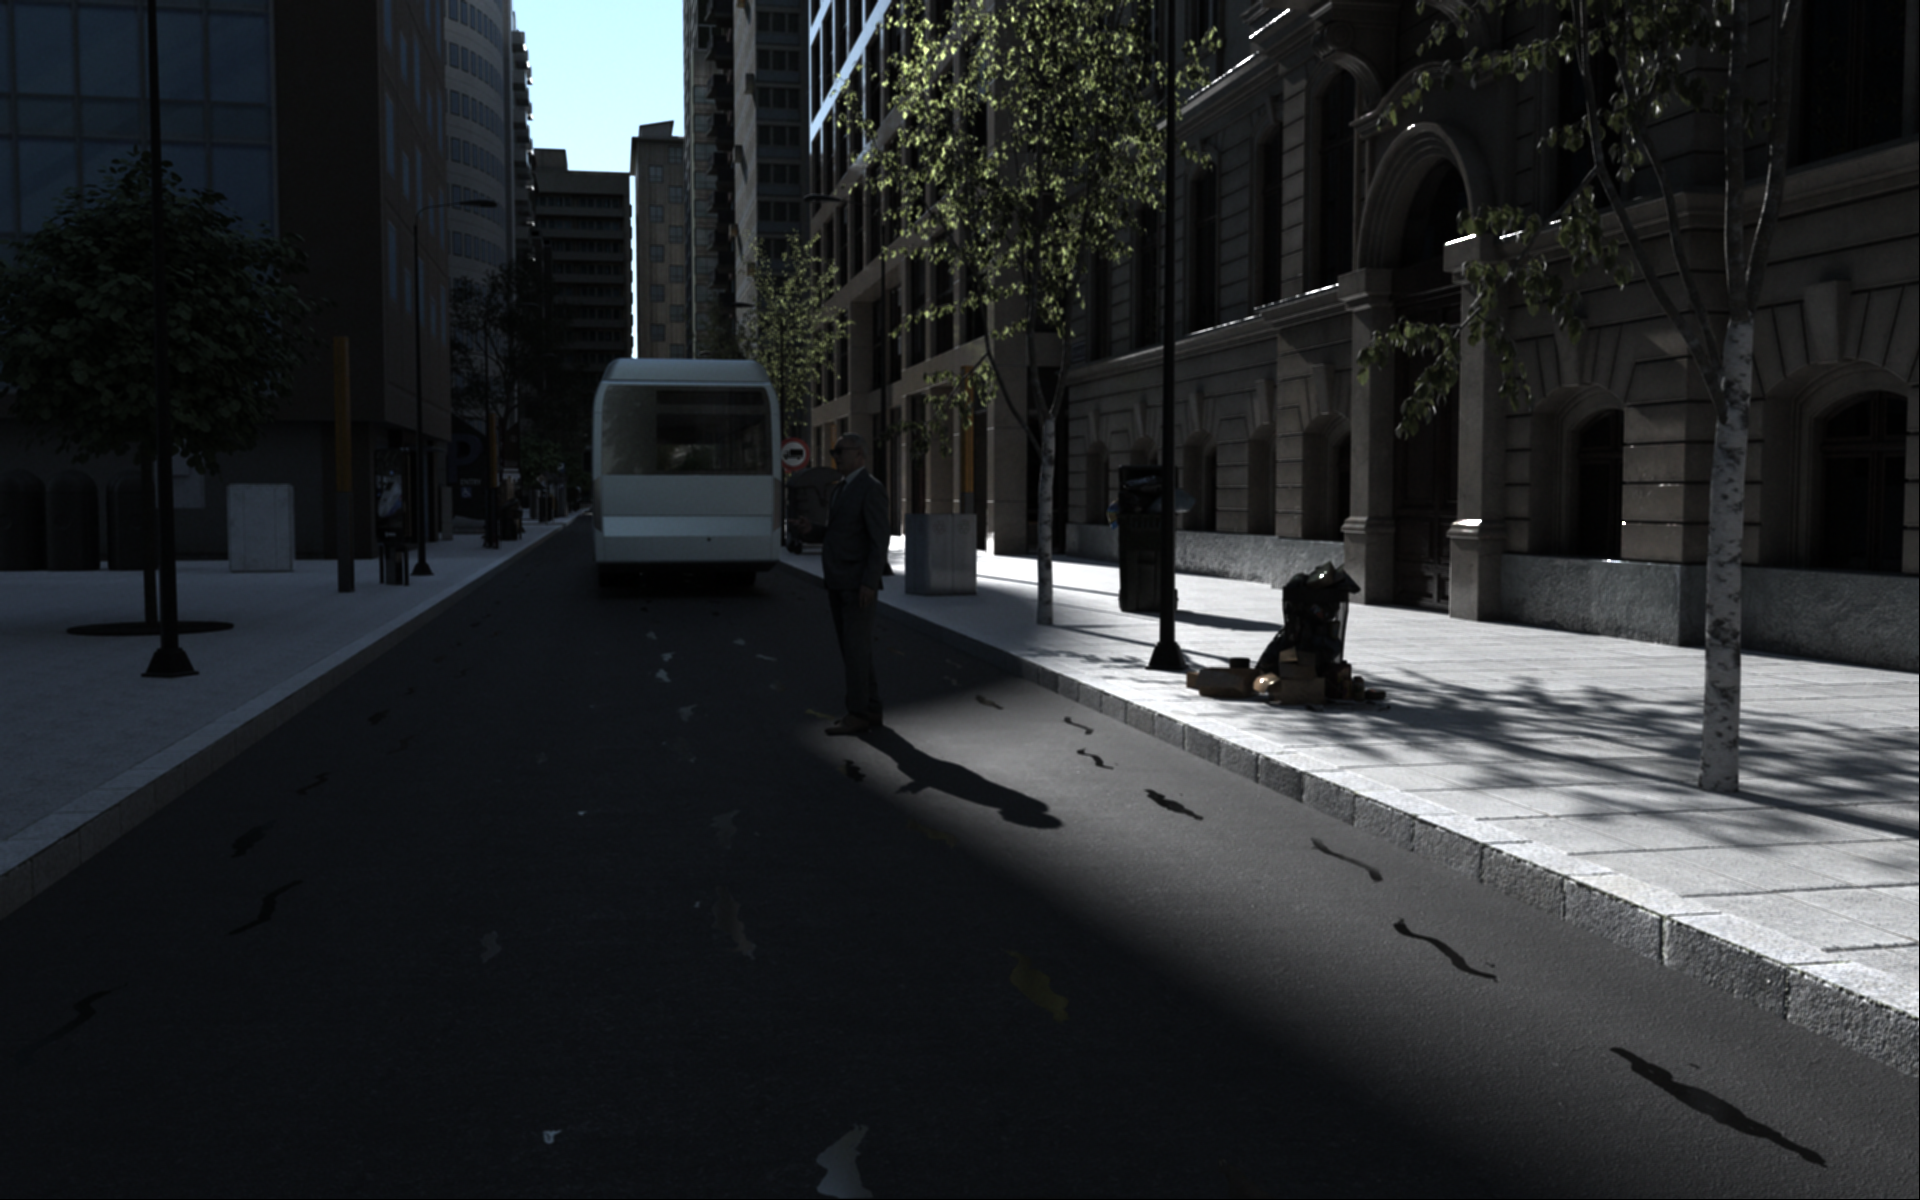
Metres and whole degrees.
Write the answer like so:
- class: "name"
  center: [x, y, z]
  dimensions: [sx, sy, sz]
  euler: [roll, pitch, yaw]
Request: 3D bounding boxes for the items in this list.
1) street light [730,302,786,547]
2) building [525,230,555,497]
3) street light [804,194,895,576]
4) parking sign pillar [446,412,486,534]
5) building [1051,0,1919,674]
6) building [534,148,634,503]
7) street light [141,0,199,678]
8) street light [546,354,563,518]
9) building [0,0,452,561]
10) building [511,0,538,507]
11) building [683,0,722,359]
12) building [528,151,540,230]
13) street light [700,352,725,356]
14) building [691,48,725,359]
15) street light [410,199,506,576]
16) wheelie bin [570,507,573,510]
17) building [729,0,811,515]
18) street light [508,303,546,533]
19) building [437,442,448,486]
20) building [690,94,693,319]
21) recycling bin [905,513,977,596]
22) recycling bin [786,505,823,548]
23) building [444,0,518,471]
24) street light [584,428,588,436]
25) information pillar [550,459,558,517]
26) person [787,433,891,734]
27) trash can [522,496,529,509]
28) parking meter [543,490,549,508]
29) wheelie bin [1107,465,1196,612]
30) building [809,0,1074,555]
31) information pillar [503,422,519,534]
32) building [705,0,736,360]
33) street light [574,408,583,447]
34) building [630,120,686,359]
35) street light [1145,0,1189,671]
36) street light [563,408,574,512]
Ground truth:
- class: "street light"
  center: [-4.871, -4.262, 42.232]
  dimensions: [1.470, 5.913, 1.316]
  euler: [-1, 4, -11]
- class: "building"
  center: [-51.110, -25.372, 186.526]
  dimensions: [14.160, 30.474, 14.107]
  euler: [-1, 4, -11]
- class: "street light"
  center: [-1.733, -3.337, 27.101]
  dimensions: [1.470, 5.913, 1.316]
  euler: [-1, 4, -11]
- class: "parking sign pillar"
  center: [-15.841, -4.116, 55.768]
  dimensions: [1.447, 3.967, 1.447]
  euler: [0, 4, 5]
- class: "building"
  center: [10.559, -12.250, 19.375]
  dimensions: [14.460, 24.649, 34.723]
  euler: [-1, 4, -11]
- class: "building"
  center: [-57.363, -38.029, 245.467]
  dimensions: [21.600, 48.544, 21.300]
  euler: [-1, 4, -11]
- class: "street light"
  center: [-5.053, -2.424, 12.170]
  dimensions: [1.470, 5.913, 1.316]
  euler: [-1, 4, -11]
- class: "street light"
  center: [-14.074, -5.193, 57.447]
  dimensions: [1.470, 5.913, 1.316]
  euler: [-1, 4, -11]
- class: "building"
  center: [-19.300, -23.720, 37.932]
  dimensions: [14.600, 45.320, 14.200]
  euler: [-1, 4, -11]
- class: "building"
  center: [-51.720, -33.233, 162.974]
  dimensions: [23.786, 49.044, 30.456]
  euler: [-1, 4, -11]
- class: "building"
  center: [-25.737, -47.546, 215.622]
  dimensions: [20.563, 71.187, 20.611]
  euler: [-1, 4, -11]
- class: "building"
  center: [-63.686, -33.847, 208.023]
  dimensions: [28.867, 44.769, 22.147]
  euler: [-1, 4, -11]
- class: "street light"
  center: [-7.795, -5.148, 56.706]
  dimensions: [1.470, 5.913, 1.316]
  euler: [-1, 4, -11]
- class: "building"
  center: [-18.292, -29.379, 163.938]
  dimensions: [14.154, 41.232, 14.086]
  euler: [-1, 4, -11]
- class: "street light"
  center: [-7.976, -3.350, 27.312]
  dimensions: [1.470, 5.913, 1.316]
  euler: [-1, 4, -11]
- class: "wheelie bin"
  center: [-31.606, -8.127, 140.787]
  dimensions: [0.980, 1.594, 0.693]
  euler: [-2, 4, -32]
- class: "building"
  center: [-0.865, -25.043, 101.342]
  dimensions: [23.993, 40.220, 32.217]
  euler: [-1, 4, -11]
- class: "street light"
  center: [-10.945, -4.259, 42.170]
  dimensions: [1.470, 5.913, 1.316]
  euler: [-1, 4, -11]
- class: "building"
  center: [-34.996, -39.607, 85.824]
  dimensions: [20.563, 71.187, 20.611]
  euler: [-1, 4, -11]
- class: "building"
  center: [-20.256, -32.300, 178.208]
  dimensions: [14.600, 45.320, 14.200]
  euler: [-1, 4, -11]
- class: "recycling bin"
  center: [-0.250, -0.590, 22.207]
  dimensions: [0.722, 1.027, 0.722]
  euler: [-2, 4, -26]
- class: "recycling bin"
  center: [-3.690, -1.761, 41.351]
  dimensions: [0.722, 1.027, 0.722]
  euler: [-2, 4, -35]
- class: "building"
  center: [-42.242, -35.280, 118.826]
  dimensions: [21.231, 58.520, 28.212]
  euler: [-1, 4, -11]
- class: "street light"
  center: [-23.955, -8.223, 106.990]
  dimensions: [1.470, 5.913, 1.316]
  euler: [-1, 4, -11]
- class: "information pillar"
  center: [-22.885, -6.499, 97.612]
  dimensions: [0.183, 3.616, 0.504]
  euler: [3, 5, 44]
- class: "person"
  center: [-0.718, -0.114, 10.535]
  dimensions: [0.590, 1.801, 0.661]
  euler: [-2, 4, -30]
- class: "trash can"
  center: [-37.733, -8.488, 150.429]
  dimensions: [0.748, 1.137, 0.748]
  euler: [0, 3, 0]
- class: "parking meter"
  center: [-22.967, -5.358, 96.020]
  dimensions: [0.372, 1.533, 0.369]
  euler: [0, 3, 0]
- class: "wheelie bin"
  center: [2.086, -0.676, 18.966]
  dimensions: [0.980, 1.594, 0.693]
  euler: [1, 4, 10]
- class: "building"
  center: [6.788, -15.261, 54.028]
  dimensions: [19.350, 26.468, 34.151]
  euler: [-1, 4, -11]
- class: "information pillar"
  center: [-14.493, -3.952, 55.974]
  dimensions: [0.504, 3.616, 0.183]
  euler: [-1, 4, -23]
- class: "building"
  center: [-8.310, -29.392, 135.191]
  dimensions: [22.147, 44.769, 28.867]
  euler: [-1, 4, -11]
- class: "street light"
  center: [-21.023, -7.329, 92.371]
  dimensions: [1.470, 5.913, 1.316]
  euler: [-1, 4, -11]
- class: "building"
  center: [-34.028, -40.647, 253.813]
  dimensions: [27.495, 52.752, 28.713]
  euler: [-1, 4, -11]
- class: "street light"
  center: [0.993, -2.442, 12.474]
  dimensions: [1.470, 5.913, 1.316]
  euler: [-1, 4, -11]
- class: "street light"
  center: [-18.275, -6.442, 77.862]
  dimensions: [1.470, 5.913, 1.316]
  euler: [-1, 4, -11]
